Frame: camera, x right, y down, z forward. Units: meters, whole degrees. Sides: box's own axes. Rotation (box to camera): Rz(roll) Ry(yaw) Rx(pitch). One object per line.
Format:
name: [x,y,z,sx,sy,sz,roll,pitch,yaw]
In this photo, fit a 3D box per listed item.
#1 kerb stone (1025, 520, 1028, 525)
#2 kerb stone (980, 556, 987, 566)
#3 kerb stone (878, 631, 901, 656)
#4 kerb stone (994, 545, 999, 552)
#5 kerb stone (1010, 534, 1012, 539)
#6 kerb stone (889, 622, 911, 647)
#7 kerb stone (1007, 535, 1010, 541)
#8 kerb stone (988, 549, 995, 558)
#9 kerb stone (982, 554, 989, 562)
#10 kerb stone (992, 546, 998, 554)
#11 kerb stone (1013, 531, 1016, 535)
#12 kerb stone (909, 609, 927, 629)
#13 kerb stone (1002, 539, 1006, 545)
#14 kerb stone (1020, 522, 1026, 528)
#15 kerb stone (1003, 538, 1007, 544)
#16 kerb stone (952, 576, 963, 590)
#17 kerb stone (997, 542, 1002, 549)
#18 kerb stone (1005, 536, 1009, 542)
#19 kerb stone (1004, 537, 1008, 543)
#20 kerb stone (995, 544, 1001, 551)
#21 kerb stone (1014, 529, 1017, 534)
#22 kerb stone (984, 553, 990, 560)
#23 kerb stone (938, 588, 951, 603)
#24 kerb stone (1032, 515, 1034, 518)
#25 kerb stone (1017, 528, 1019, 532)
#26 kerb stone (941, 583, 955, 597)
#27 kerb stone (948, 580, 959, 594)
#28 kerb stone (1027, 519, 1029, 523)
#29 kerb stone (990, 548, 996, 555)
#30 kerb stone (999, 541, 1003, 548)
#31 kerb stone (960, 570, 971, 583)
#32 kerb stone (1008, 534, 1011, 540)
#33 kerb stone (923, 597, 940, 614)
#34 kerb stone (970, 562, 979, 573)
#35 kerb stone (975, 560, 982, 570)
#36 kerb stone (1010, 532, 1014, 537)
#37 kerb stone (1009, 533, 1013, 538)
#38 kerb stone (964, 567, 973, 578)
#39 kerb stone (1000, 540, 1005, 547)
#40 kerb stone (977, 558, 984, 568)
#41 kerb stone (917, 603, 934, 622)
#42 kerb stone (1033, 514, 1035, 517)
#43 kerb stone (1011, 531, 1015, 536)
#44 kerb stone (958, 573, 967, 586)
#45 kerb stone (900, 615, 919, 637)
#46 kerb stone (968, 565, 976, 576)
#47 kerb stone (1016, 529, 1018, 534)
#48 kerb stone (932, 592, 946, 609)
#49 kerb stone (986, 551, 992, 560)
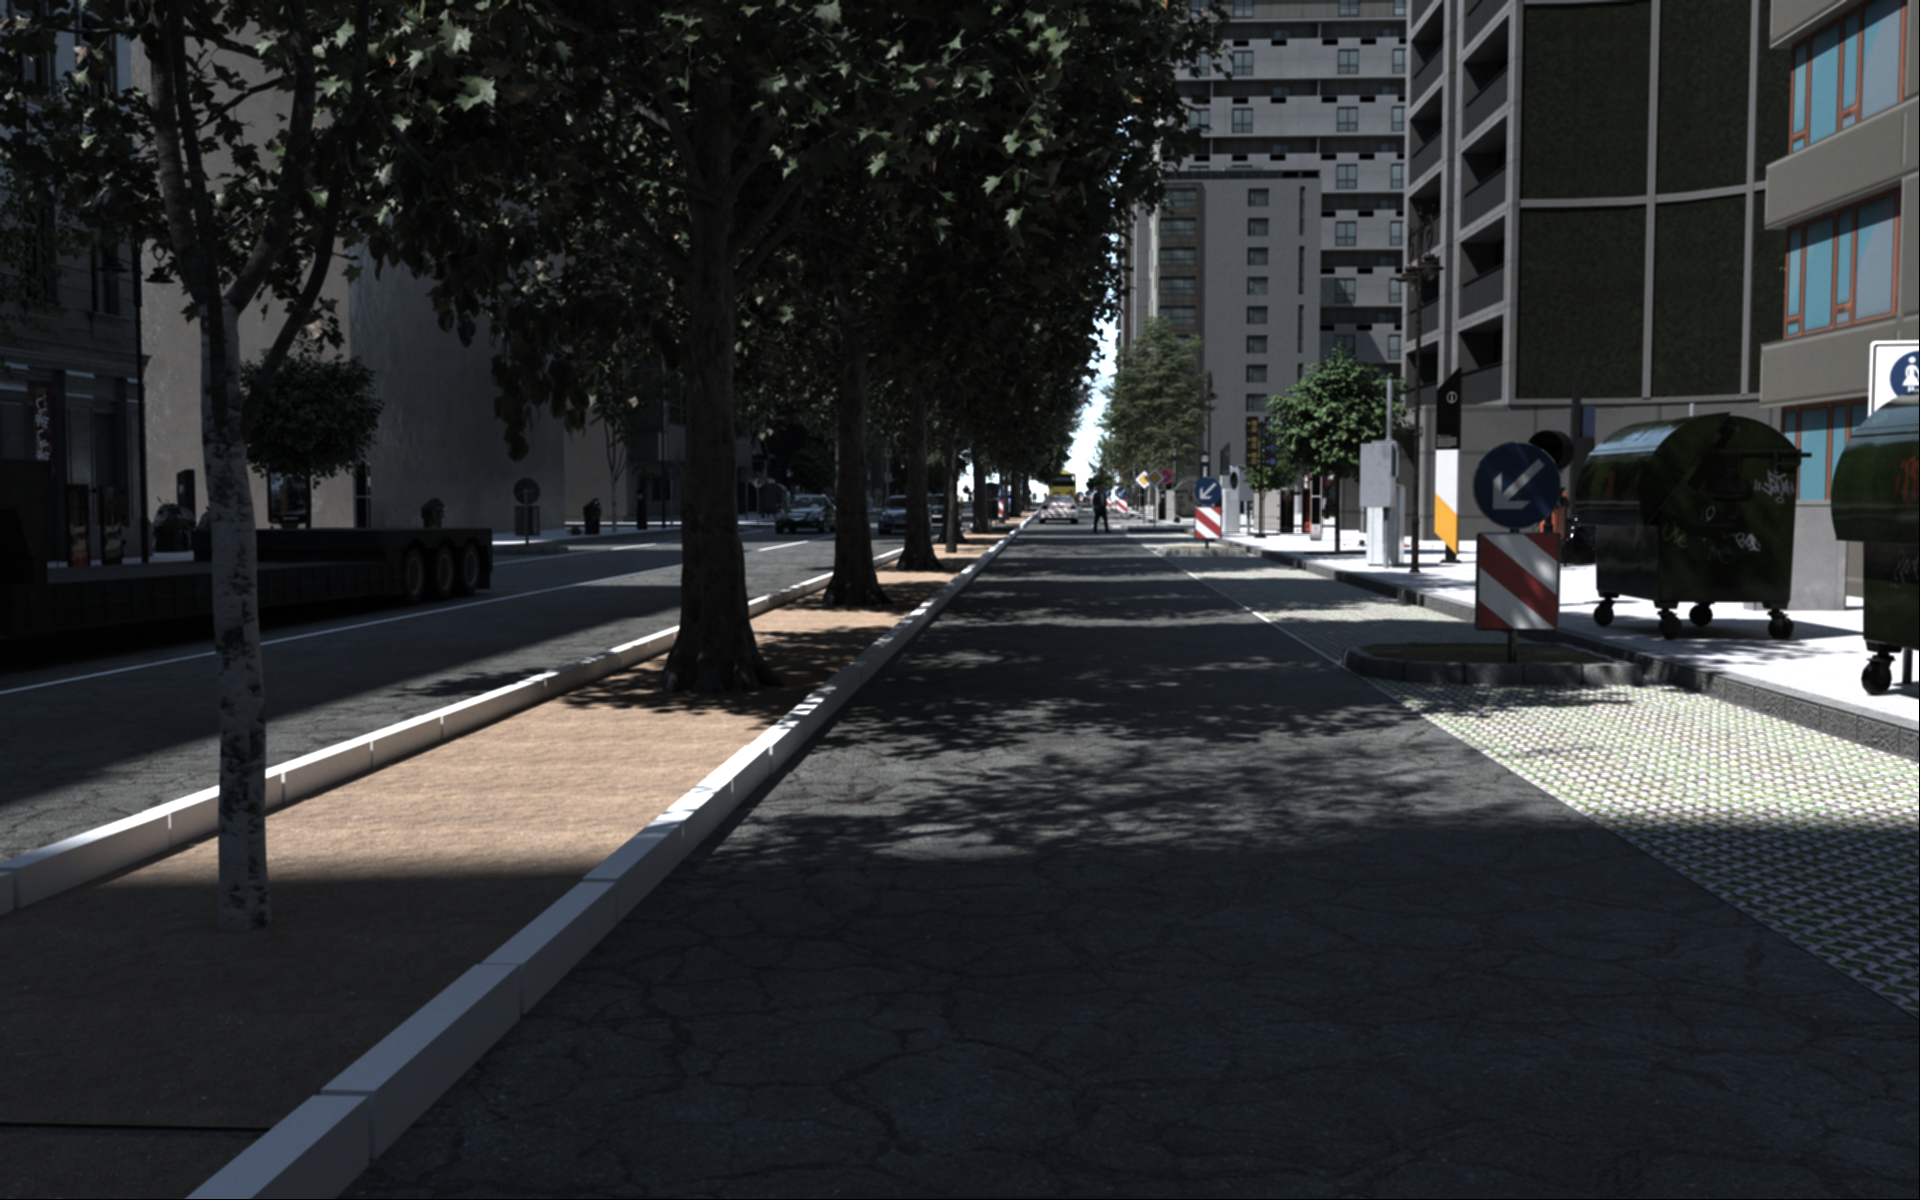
kerb stone: [2.901,-3.445,78.529,0.120,0.150,1.000,0,4,3]
kerb stone: [0.390,-0.719,33.950,0.120,0.150,1.000,0,4,3]
kerb stone: [-0.653,0.414,15.486,0.120,0.150,1.000,0,4,3]
kerb stone: [0.792,-1.157,41.116,0.120,0.150,1.000,0,4,3]
kerb stone: [1.431,-1.848,52.405,0.120,0.150,1.000,0,4,3]
kerb stone: [-0.595,0.348,16.510,0.120,0.150,1.000,0,4,3]
kerb stone: [1.311,-1.722,50.354,0.120,0.150,1.000,0,4,3]
kerb stone: [0.625,-0.965,38.042,0.120,0.150,1.000,0,4,3]
kerb stone: [0.449,-0.775,34.971,0.120,0.150,1.000,0,4,3]
kerb stone: [0.739,-1.091,40.084,0.120,0.150,1.000,0,4,3]
kerb stone: [1.662,-2.096,56.494,0.120,0.150,1.000,0,4,3]
kerb stone: [-0.481,0.229,18.559,0.120,0.150,1.000,0,4,3]
kerb stone: [1.089,-1.471,46.250,0.120,0.150,1.000,0,4,3]
kerb stone: [2.616,-3.132,73.411,0.120,0.150,1.000,0,4,3]
kerb stone: [1.144,-1.530,47.271,0.120,0.150,1.000,0,4,3]
kerb stone: [-0.074,-0.214,25.731,0.120,0.150,1.000,0,4,3]
kerb stone: [0.912,-1.283,43.168,0.120,0.150,1.000,0,4,3]
kerb stone: [1.258,-1.660,49.330,0.120,0.150,1.000,0,4,3]
kerb stone: [1.198,-1.595,48.303,0.120,0.150,1.000,0,4,3]
kerb stone: [0.855,-1.220,42.144,0.120,0.150,1.000,0,4,3]
kerb stone: [1.778,-2.223,58.535,0.120,0.150,1.000,0,4,3]
kerb stone: [0.500,-0.843,35.992,0.120,0.150,1.000,0,4,3]
kerb stone: [-0.242,-0.028,22.654,0.120,0.150,1.000,0,4,3]
kerb stone: [3.889,-4.508,95.907,0.120,0.150,1.000,0,4,3]
kerb stone: [1.952,-2.411,61.612,0.120,0.150,1.000,0,4,3]
kerb stone: [-0.199,-0.091,23.685,0.120,0.150,1.000,0,4,3]
kerb stone: [-0.136,-0.153,24.707,0.120,0.150,1.000,0,4,3]
kerb stone: [3.015,-3.570,80.570,0.120,0.150,1.000,0,4,3]
kerb stone: [0.680,-1.032,39.064,0.120,0.150,1.000,0,4,3]
kerb stone: [0.968,-1.346,44.203,0.120,0.150,1.000,0,4,3]
kerb stone: [0.050,-0.338,27.792,0.120,0.150,1.000,0,4,3]
kerb stone: [1.376,-1.785,51.377,0.120,0.150,1.000,0,4,3]
kerb stone: [-0.367,0.097,20.606,0.120,0.150,1.000,0,4,3]
kerb stone: [0.208,-0.531,30.880,0.120,0.150,1.000,0,4,3]
kerb stone: [0.269,-0.594,31.905,0.120,0.150,1.000,0,4,3]
kerb stone: [1.547,-1.973,54.446,0.120,0.150,1.000,0,4,3]
kerb stone: [1.493,-1.910,53.425,0.120,0.150,1.000,0,4,3]
kerb stone: [0.094,-0.404,28.828,0.120,0.150,1.000,0,4,3]
kerb stone: [1.029,-1.408,45.223,0.120,0.150,1.000,0,4,3]
kerb stone: [0.331,-0.653,32.930,0.120,0.150,1.000,0,4,3]
kerb stone: [-0.418,0.164,19.579,0.120,0.150,1.000,0,4,3]
kerb stone: [4.062,-4.696,98.976,0.120,0.150,1.000,0,4,3]
kerb stone: [1.607,-2.029,55.473,0.120,0.150,1.000,0,4,3]
kerb stone: [-0.017,-0.278,26.766,0.120,0.150,1.000,0,4,3]
kerb stone: [-0.536,0.285,17.530,0.120,0.150,1.000,0,4,3]
kerb stone: [0.157,-0.468,29.848,0.120,0.150,1.000,0,4,3]
kerb stone: [1.830,-2.285,59.560,0.120,0.150,1.000,0,4,3]
kerb stone: [-0.301,0.036,21.631,0.120,0.150,1.000,0,4,3]
kerb stone: [0.554,-0.905,37.022,0.120,0.150,1.000,0,4,3]
